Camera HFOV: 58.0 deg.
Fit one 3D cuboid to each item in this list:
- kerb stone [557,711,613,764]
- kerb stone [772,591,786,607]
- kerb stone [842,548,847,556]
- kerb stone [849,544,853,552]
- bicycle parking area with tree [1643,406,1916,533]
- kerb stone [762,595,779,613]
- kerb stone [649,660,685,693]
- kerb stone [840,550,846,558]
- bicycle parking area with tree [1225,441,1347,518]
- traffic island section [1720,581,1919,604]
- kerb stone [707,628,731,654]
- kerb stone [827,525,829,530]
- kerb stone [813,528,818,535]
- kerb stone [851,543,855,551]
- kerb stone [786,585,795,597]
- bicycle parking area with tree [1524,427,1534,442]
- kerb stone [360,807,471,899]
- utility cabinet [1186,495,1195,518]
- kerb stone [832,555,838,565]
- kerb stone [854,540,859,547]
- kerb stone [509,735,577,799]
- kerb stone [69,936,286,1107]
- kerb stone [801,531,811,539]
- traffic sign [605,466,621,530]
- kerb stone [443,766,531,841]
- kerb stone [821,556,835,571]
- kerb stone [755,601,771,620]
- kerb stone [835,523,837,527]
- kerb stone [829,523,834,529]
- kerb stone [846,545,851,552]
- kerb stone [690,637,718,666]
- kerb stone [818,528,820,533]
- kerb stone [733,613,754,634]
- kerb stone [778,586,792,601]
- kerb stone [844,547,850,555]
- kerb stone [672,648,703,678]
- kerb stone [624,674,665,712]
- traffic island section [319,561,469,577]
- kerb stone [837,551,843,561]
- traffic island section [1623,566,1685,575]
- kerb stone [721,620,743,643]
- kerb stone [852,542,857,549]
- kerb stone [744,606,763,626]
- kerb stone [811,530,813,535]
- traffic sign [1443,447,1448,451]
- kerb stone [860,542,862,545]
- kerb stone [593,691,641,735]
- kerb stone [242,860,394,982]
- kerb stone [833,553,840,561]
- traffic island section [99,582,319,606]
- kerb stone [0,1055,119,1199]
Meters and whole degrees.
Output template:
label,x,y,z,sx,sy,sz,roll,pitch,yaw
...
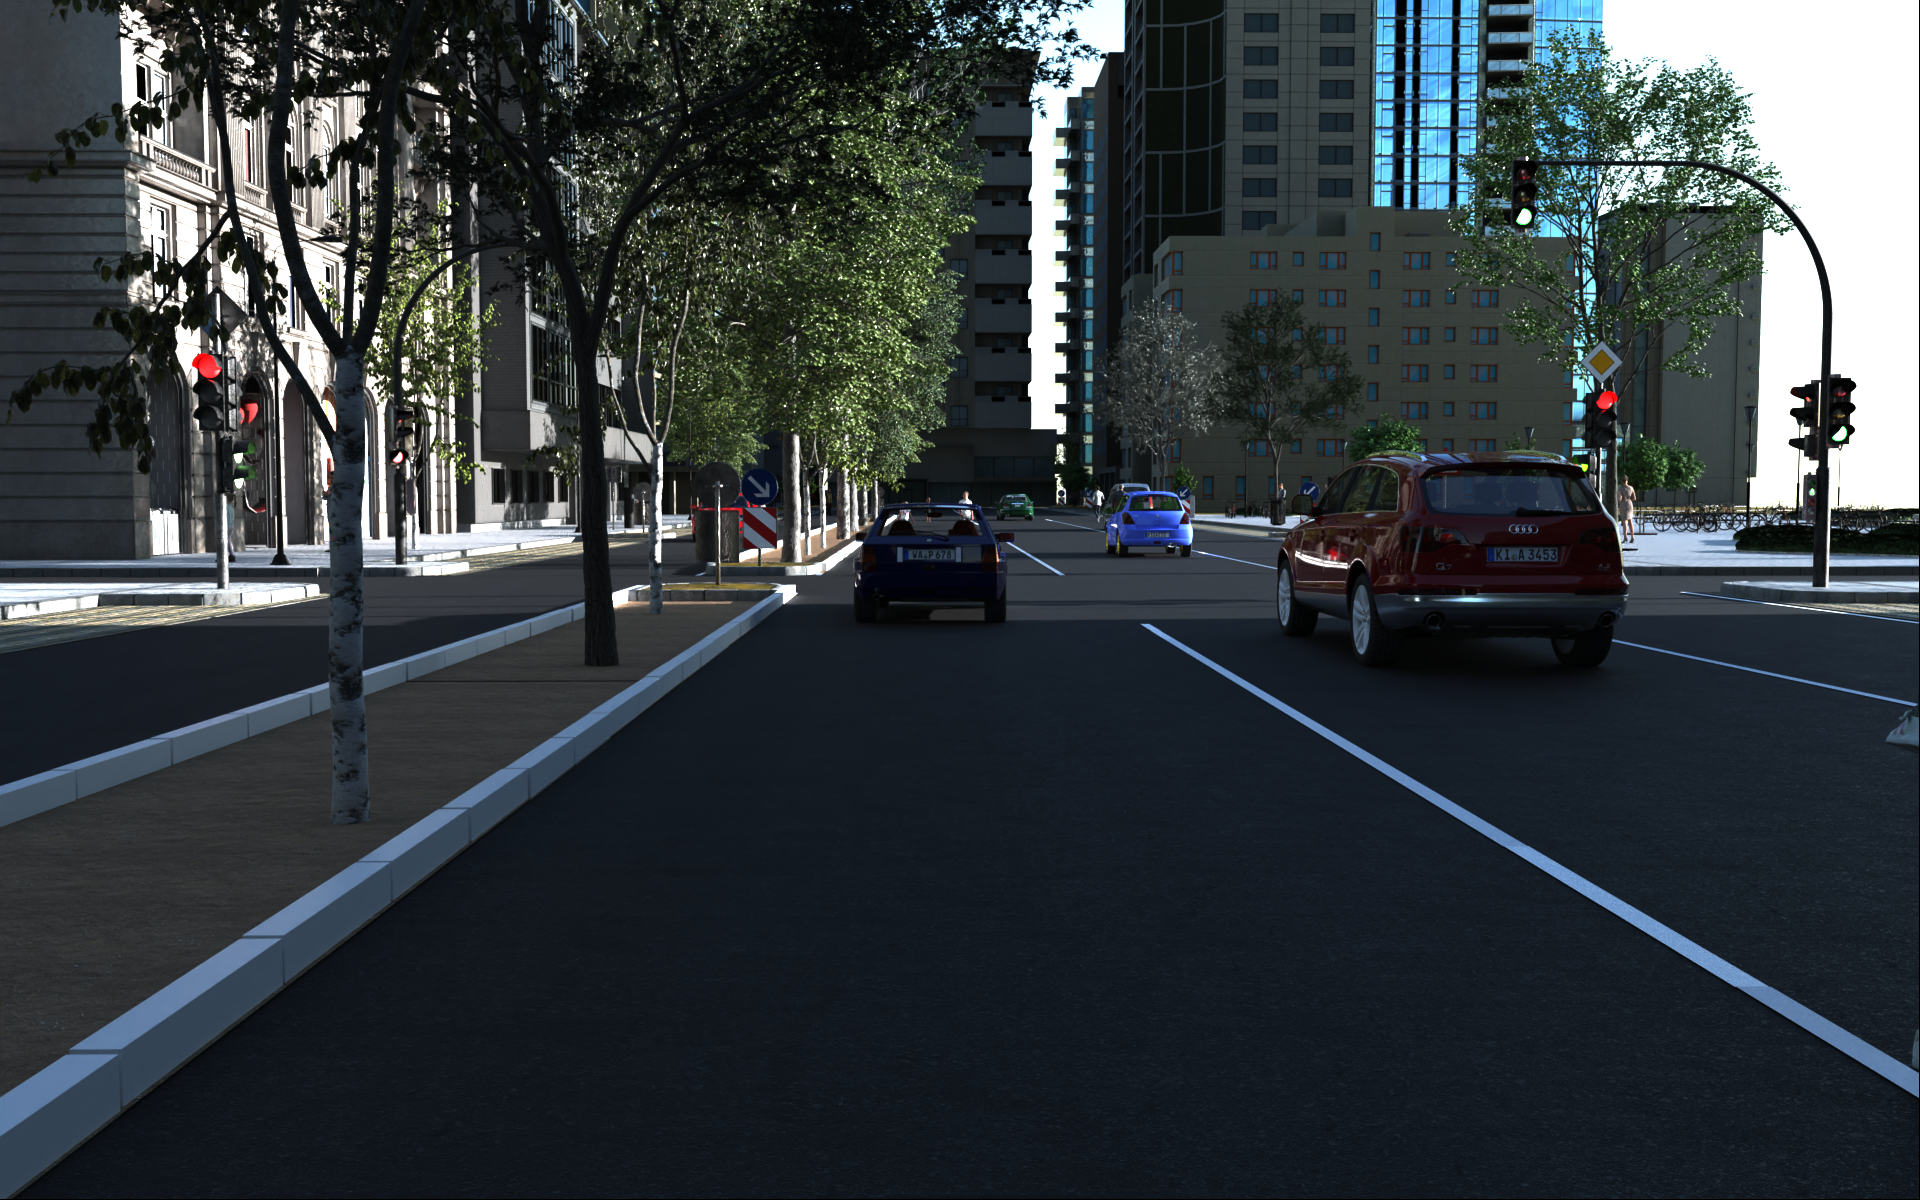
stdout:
label,x,y,z,sx,sy,sz,roll,pitch,yaw
kerb stone,-2.100,0.768,9.640,0.120,0.150,1.000,0,4,-1
kerb stone,-2.342,0.022,21.937,0.120,0.150,1.000,0,4,-1
kerb stone,-2.670,-1.019,38.862,0.120,0.150,1.000,0,4,-1
kerb stone,-2.728,-1.203,41.940,0.120,0.150,1.000,0,4,-1
bicycle parking area with tree,27.560,-4.358,58.261,8.231,4.147,9.016,-2,4,-35
kerb stone,-2.325,0.080,20.907,0.120,0.150,1.000,0,4,-1
kerb stone,-2.168,0.580,12.706,0.120,0.150,1.000,0,4,-1
kerb stone,-2.638,-0.955,37.840,0.120,0.150,1.000,0,4,-1
bicycle parking area with tree,18.134,-6.533,93.813,8.231,4.147,9.016,1,4,20
traffic island section,11.904,-0.103,23.959,2.009,0.180,2.903,0,4,-1
kerb stone,-2.224,0.393,15.777,0.120,0.150,1.000,0,4,-1
kerb stone,-5.308,-2.773,67.537,0.120,0.150,1.000,0,4,-1
kerb stone,-5.195,-2.396,61.366,0.120,0.150,1.000,0,4,-1
kerb stone,-2.737,-1.270,42.962,0.120,0.150,1.000,0,4,-1
kerb stone,-2.378,-0.109,23.981,0.120,0.150,1.000,0,4,-1
bicycle parking area with tree,25.278,-5.177,71.650,9.016,4.147,8.231,-1,4,-13
kerb stone,-2.054,0.957,6.557,0.120,0.150,1.000,0,4,-1
utility cabinet,12.438,-5.034,93.471,0.306,1.237,1.020,0,4,-3
kerb stone,-2.583,-0.768,34.766,0.120,0.150,1.000,0,4,-1
kerb stone,-2.781,-1.395,45.012,0.120,0.150,1.000,0,4,-1
kerb stone,-2.081,0.831,8.611,0.120,0.150,1.000,0,4,-1
kerb stone,-2.012,1.085,4.514,0.120,0.150,1.000,0,4,-1
kerb stone,-5.119,-2.145,57.270,0.120,0.150,1.000,0,4,-1
traffic sign,-12.436,-3.667,62.090,0.606,2.300,0.079,0,4,3
kerb stone,-2.069,0.893,7.590,0.120,0.150,1.000,0,4,-1
kerb stone,-2.564,-0.706,33.744,0.120,0.150,1.000,0,4,-1
kerb stone,-2.302,0.142,19.882,0.120,0.150,1.000,0,4,-1
kerb stone,-5.434,-3.145,73.683,0.120,0.150,1.000,0,4,-1
kerb stone,-5.389,-3.019,71.635,0.120,0.150,1.000,0,4,-1
kerb stone,-2.711,-1.145,40.913,0.120,0.150,1.000,0,4,-1
kerb stone,-2.200,0.456,14.755,0.120,0.150,1.000,0,4,-1
kerb stone,-5.216,-2.458,62.391,0.120,0.150,1.000,0,4,-1
kerb stone,-2.262,0.267,17.825,0.120,0.150,1.000,0,4,-1
kerb stone,-2.362,-0.047,22.959,0.120,0.150,1.000,0,4,-1
kerb stone,-2.678,-1.076,39.891,0.120,0.150,1.000,0,4,-1
kerb stone,-2.185,0.520,13.731,0.120,0.150,1.000,0,4,-1
kerb stone,-2.146,0.647,11.685,0.120,0.150,1.000,0,4,-1
traffic island section,-10.186,-0.566,31.529,2.009,0.180,2.903,0,4,-1
kerb stone,-2.629,-0.894,36.810,0.120,0.150,1.000,0,4,-1
traffic island section,11.751,-0.591,31.942,2.009,0.180,2.903,0,4,-1
kerb stone,-2.248,0.332,16.802,0.120,0.150,1.000,0,4,-1
kerb stone,-2.760,-1.331,43.984,0.120,0.150,1.000,0,4,-1
kerb stone,-2.278,0.205,18.855,0.120,0.150,1.000,0,4,-1
kerb stone,-5.133,-2.205,58.293,0.120,0.150,1.000,0,4,-1
traffic sign,13.451,-2.940,48.070,0.884,2.594,0.081,0,4,-1
kerb stone,-2.823,-1.521,47.056,0.120,0.150,1.000,0,4,-1
kerb stone,-2.125,0.705,10.662,0.120,0.150,1.000,0,4,-1
kerb stone,-2.034,1.019,5.536,0.120,0.150,1.000,0,4,-1
kerb stone,-2.612,-0.829,35.788,0.120,0.150,1.000,0,4,-1
traffic island section,-10.033,-0.077,23.545,2.009,0.180,2.903,0,4,-1
kerb stone,-1.986,1.151,3.490,0.120,0.150,1.000,0,4,-1
